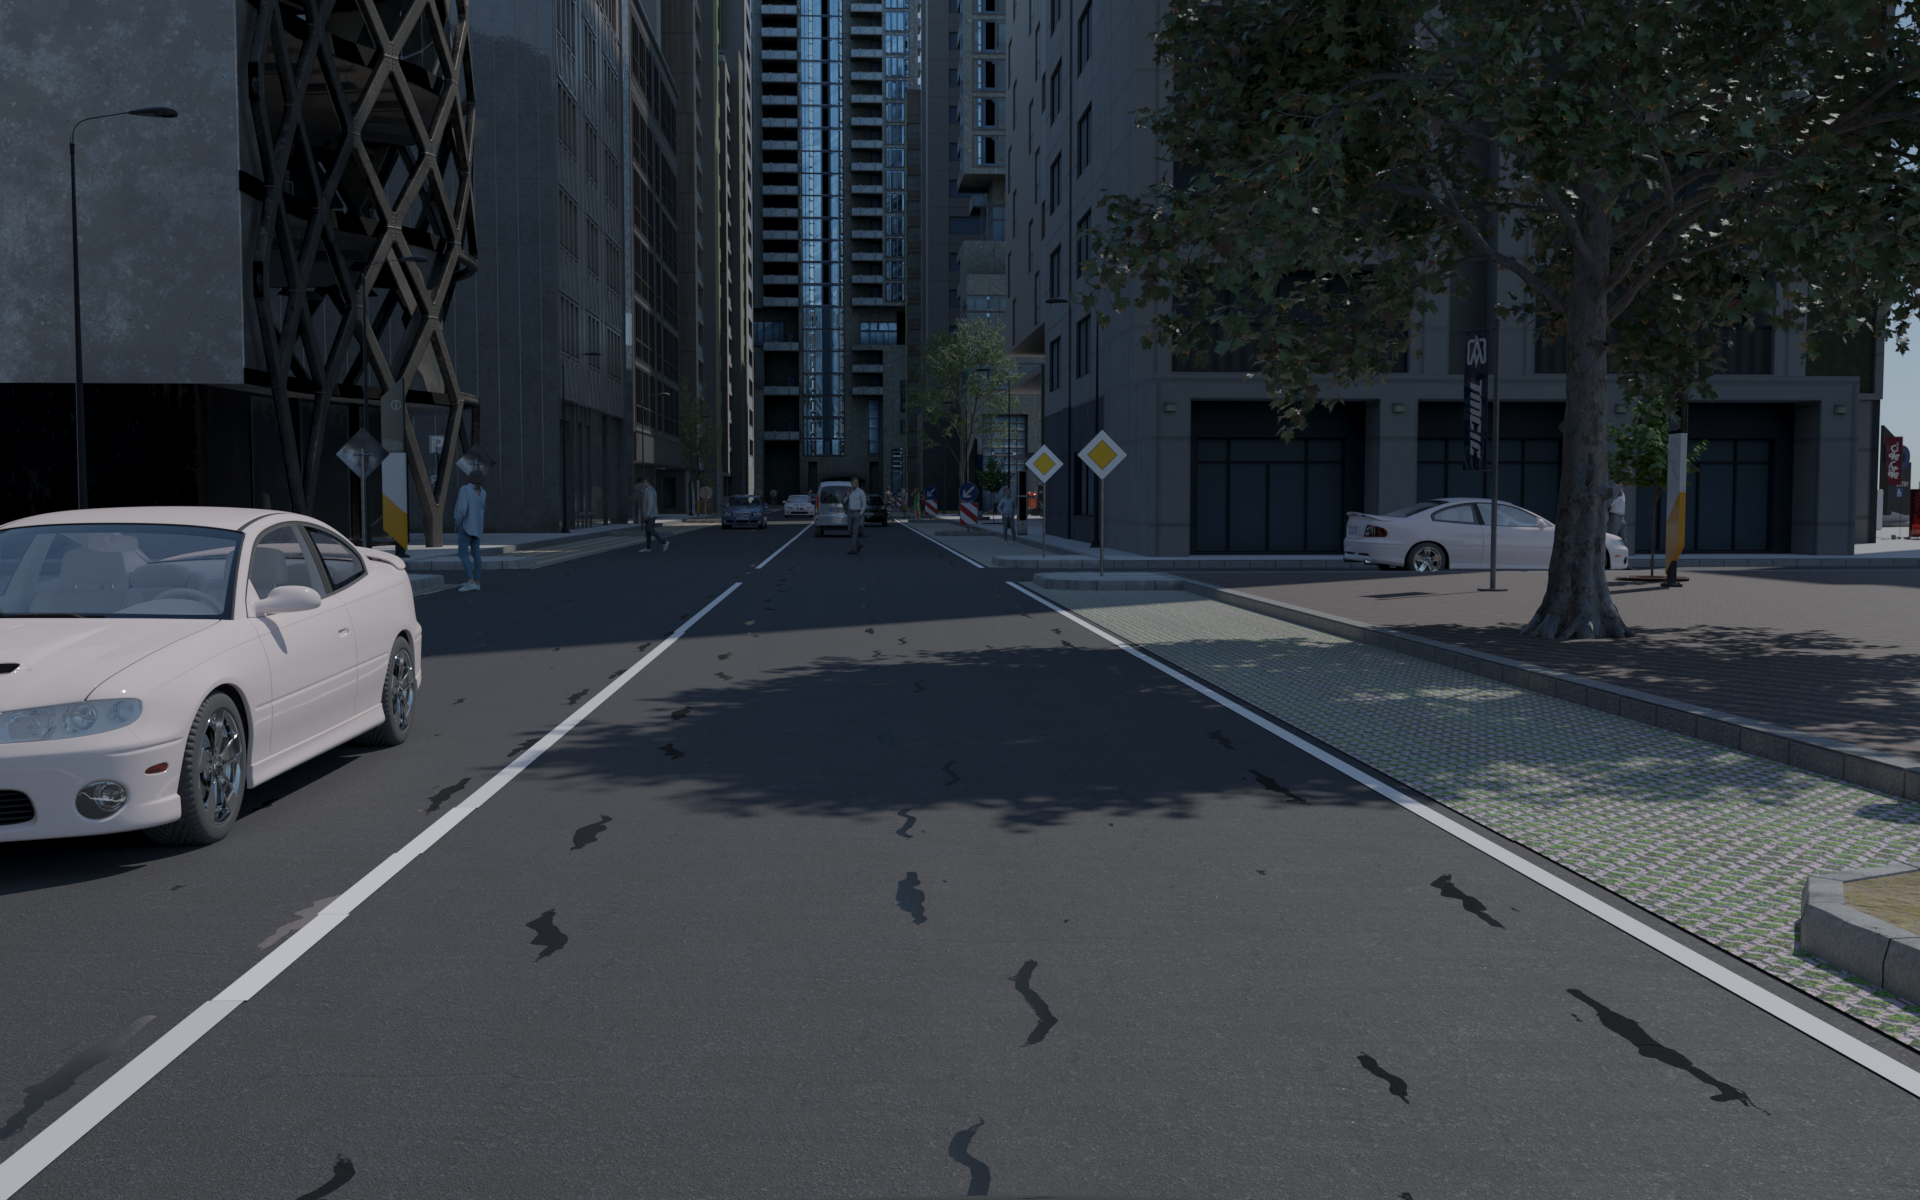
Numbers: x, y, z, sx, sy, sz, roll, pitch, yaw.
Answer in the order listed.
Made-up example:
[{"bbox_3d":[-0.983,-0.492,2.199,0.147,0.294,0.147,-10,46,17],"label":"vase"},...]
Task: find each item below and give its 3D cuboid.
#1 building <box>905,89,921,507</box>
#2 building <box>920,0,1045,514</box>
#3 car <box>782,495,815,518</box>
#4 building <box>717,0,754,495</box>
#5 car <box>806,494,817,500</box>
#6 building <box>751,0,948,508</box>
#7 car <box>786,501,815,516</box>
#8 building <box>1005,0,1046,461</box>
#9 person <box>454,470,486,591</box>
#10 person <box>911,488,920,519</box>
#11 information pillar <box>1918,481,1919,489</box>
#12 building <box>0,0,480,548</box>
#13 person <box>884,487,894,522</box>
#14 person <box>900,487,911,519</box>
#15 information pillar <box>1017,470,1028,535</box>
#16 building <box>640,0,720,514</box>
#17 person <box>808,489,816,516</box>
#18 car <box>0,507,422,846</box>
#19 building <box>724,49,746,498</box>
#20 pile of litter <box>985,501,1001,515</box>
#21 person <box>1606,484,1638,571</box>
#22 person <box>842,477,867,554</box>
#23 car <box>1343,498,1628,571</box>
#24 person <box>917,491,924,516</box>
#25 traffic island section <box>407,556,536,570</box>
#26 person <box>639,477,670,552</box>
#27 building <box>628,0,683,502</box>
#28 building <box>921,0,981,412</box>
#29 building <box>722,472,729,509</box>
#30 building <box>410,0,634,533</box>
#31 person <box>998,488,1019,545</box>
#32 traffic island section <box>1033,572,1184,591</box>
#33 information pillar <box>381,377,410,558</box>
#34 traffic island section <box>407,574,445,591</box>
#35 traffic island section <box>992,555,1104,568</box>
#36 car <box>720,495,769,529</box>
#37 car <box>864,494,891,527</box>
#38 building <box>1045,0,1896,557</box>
[{"bbox_3d":[1.344,-30.296,178.940,14.154,41.232,14.086,0,4,-4],"label":"building"},{"bbox_3d":[8.602,-49.783,126.625,22.319,86.520,31.000,0,4,-4],"label":"building"},{"bbox_3d":[-9.931,-5.794,107.099,2.083,1.381,4.827,0,4,-5],"label":"car"},{"bbox_3d":[-35.031,-38.562,172.495,28.212,58.520,21.231,0,4,-4],"label":"building"},{"bbox_3d":[-13.478,-8.961,158.308,2.131,1.459,4.920,0,4,-3],"label":"car"},{"bbox_3d":[-17.770,-54.430,202.601,31.000,86.520,22.319,0,4,-4],"label":"building"},{"bbox_3d":[-10.448,-6.193,113.841,1.945,1.354,3.894,0,4,-3],"label":"car"},{"bbox_3d":[16.625,-30.000,79.733,28.713,52.752,27.495,0,4,-4],"label":"building"},{"bbox_3d":[-7.270,-1.040,25.774,0.793,1.790,0.793,0,4,-8],"label":"person"},{"bbox_3d":[-2.389,-5.338,96.021,0.529,1.795,0.600,-2,4,-34],"label":"person"},{"bbox_3d":[55.753,-5.868,100.441,0.304,2.012,0.304,2,4,24],"label":"information pillar"},{"bbox_3d":[-20.657,-10.655,41.659,16.820,18.784,16.811,0,4,-4],"label":"building"},{"bbox_3d":[-3.604,-4.826,87.498,0.778,1.811,0.616,3,4,38],"label":"person"},{"bbox_3d":[-3.179,-5.499,98.530,0.853,1.813,0.709,-3,4,-38],"label":"person"},{"bbox_3d":[1.932,-3.023,53.916,0.304,2.012,0.304,0,4,-6],"label":"information pillar"},{"bbox_3d":[-23.500,-26.393,115.121,14.154,41.232,14.086,0,4,-4],"label":"building"},{"bbox_3d":[-9.480,-6.245,111.129,0.750,1.759,0.617,0,4,6],"label":"person"},{"bbox_3d":[-4.033,0.234,8.530,2.083,1.381,4.827,0,4,-3],"label":"car"},{"bbox_3d":[-26.728,-28.793,154.356,14.154,41.232,14.086,0,4,-4],"label":"building"},{"bbox_3d":[2.081,-5.796,108.722,1.176,0.858,1.719,1,4,16],"label":"pile of litter"},{"bbox_3d":[12.065,-1.427,31.930,0.850,1.850,0.679,2,4,34],"label":"person"},{"bbox_3d":[-2.549,-2.016,41.556,0.679,1.850,0.850,2,4,25],"label":"person"},{"bbox_3d":[9.089,-1.078,29.981,4.827,1.381,2.083,0,4,-4],"label":"car"},{"bbox_3d":[-2.594,-6.177,110.956,0.593,1.643,0.415,-1,4,-11],"label":"person"},{"bbox_3d":[-9.556,-0.730,34.221,2.009,0.180,2.903,0,4,-4],"label":"traffic island section"},{"bbox_3d":[-7.539,-2.099,42.662,0.795,1.843,0.661,0,4,-1],"label":"person"},{"bbox_3d":[-22.431,-18.014,88.044,14.314,27.812,24.014,0,4,-4],"label":"building"},{"bbox_3d":[6.931,-37.648,157.545,21.231,58.520,28.212,0,4,-4],"label":"building"},{"bbox_3d":[-34.549,-27.032,133.857,32.217,40.220,23.993,0,4,-4],"label":"building"},{"bbox_3d":[-19.751,-15.136,65.504,12.078,24.808,19.932,0,4,-4],"label":"building"},{"bbox_3d":[1.350,-2.344,48.632,0.589,1.601,0.330,0,4,-5],"label":"person"},{"bbox_3d":[2.225,-0.287,26.970,2.009,0.180,2.903,0,4,-4],"label":"traffic island section"},{"bbox_3d":[-11.360,-2.658,34.807,0.504,3.616,0.183,0,4,6],"label":"information pillar"},{"bbox_3d":[-9.044,-0.243,26.252,2.009,0.180,2.903,0,4,-4],"label":"traffic island section"},{"bbox_3d":[1.712,-0.774,34.938,2.009,0.180,2.903,0,4,-4],"label":"traffic island section"},{"bbox_3d":[-8.974,-3.687,72.282,2.014,1.417,4.499,0,4,-4],"label":"car"},{"bbox_3d":[-4.090,-4.128,77.279,2.009,1.686,4.222,0,4,-2],"label":"car"},{"bbox_3d":[13.507,-37.042,43.882,20.611,71.187,20.563,0,4,-4],"label":"building"}]
